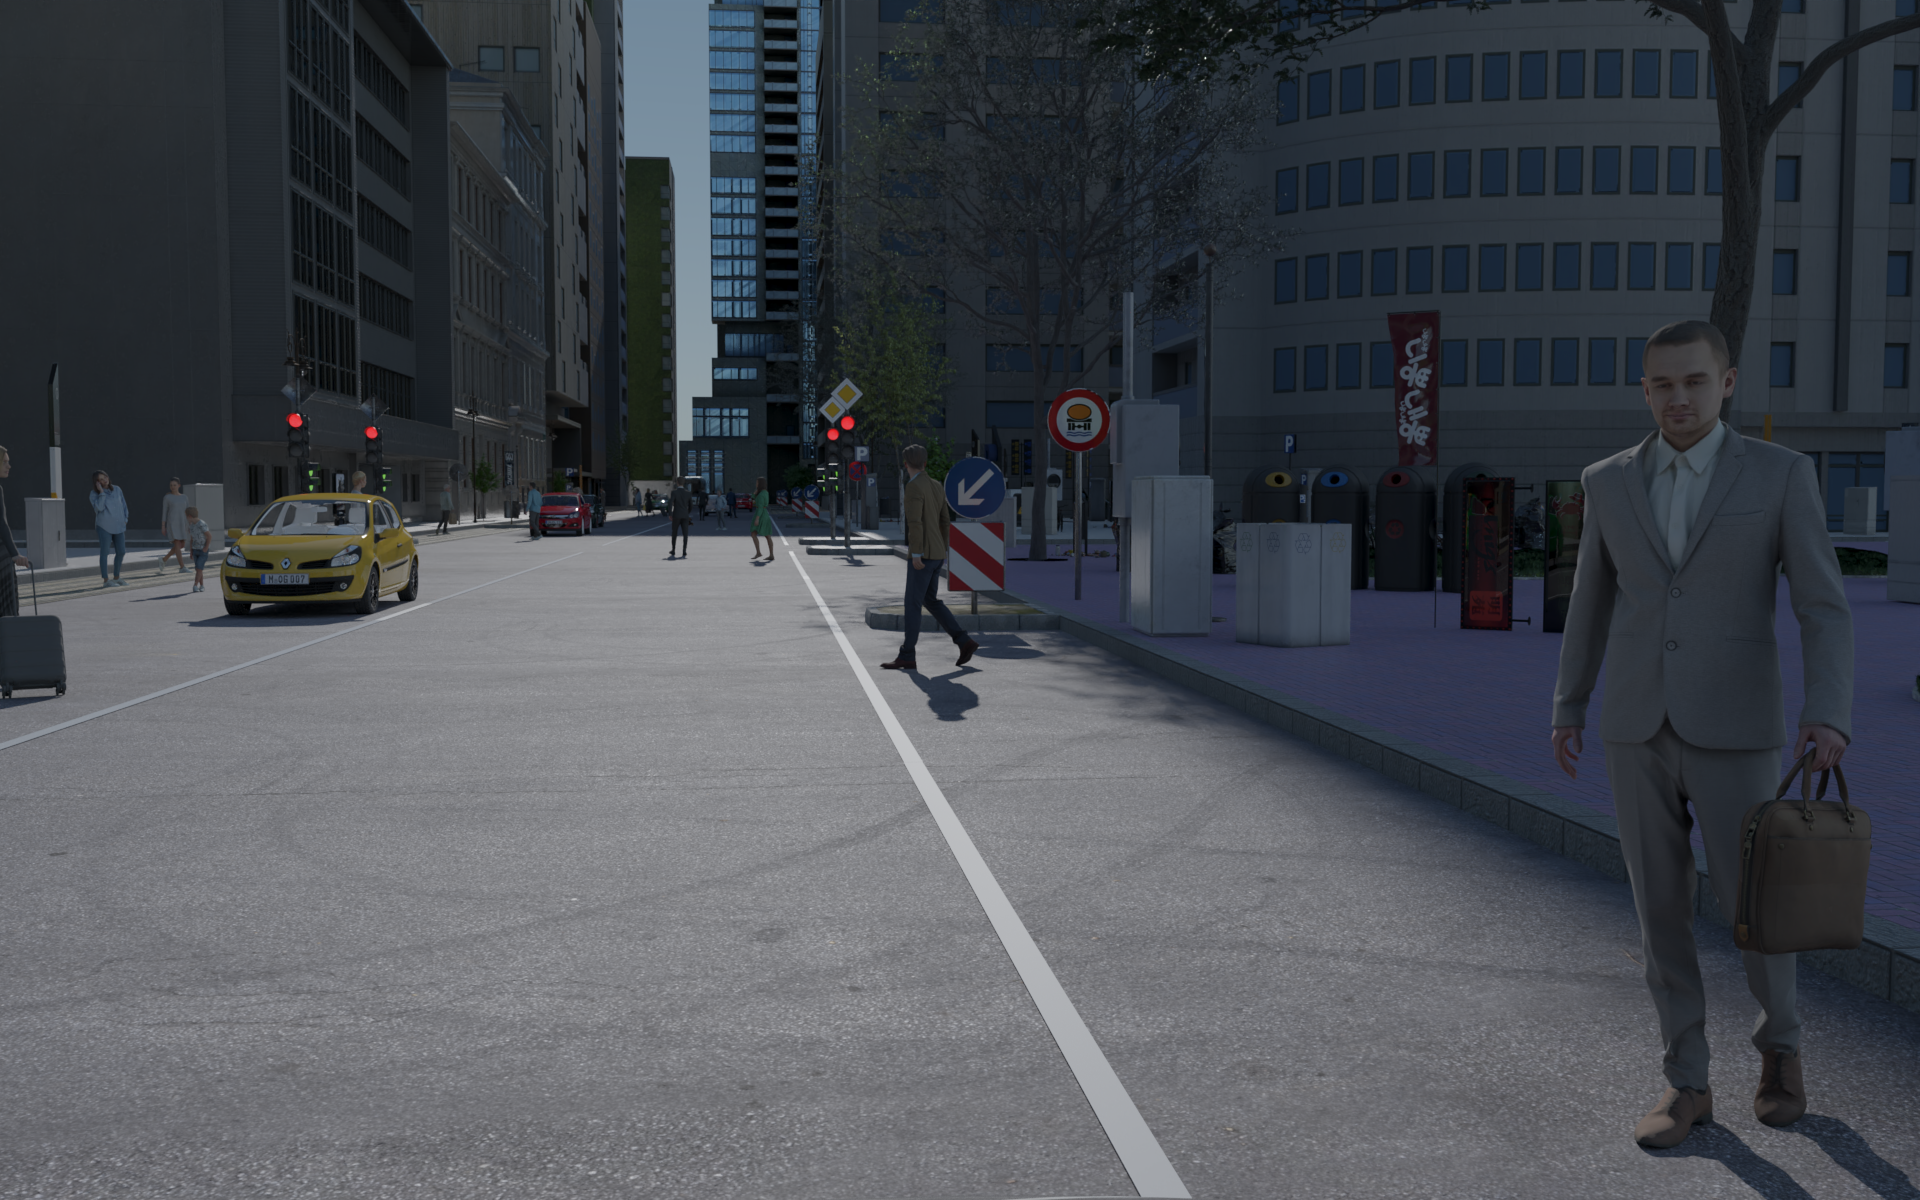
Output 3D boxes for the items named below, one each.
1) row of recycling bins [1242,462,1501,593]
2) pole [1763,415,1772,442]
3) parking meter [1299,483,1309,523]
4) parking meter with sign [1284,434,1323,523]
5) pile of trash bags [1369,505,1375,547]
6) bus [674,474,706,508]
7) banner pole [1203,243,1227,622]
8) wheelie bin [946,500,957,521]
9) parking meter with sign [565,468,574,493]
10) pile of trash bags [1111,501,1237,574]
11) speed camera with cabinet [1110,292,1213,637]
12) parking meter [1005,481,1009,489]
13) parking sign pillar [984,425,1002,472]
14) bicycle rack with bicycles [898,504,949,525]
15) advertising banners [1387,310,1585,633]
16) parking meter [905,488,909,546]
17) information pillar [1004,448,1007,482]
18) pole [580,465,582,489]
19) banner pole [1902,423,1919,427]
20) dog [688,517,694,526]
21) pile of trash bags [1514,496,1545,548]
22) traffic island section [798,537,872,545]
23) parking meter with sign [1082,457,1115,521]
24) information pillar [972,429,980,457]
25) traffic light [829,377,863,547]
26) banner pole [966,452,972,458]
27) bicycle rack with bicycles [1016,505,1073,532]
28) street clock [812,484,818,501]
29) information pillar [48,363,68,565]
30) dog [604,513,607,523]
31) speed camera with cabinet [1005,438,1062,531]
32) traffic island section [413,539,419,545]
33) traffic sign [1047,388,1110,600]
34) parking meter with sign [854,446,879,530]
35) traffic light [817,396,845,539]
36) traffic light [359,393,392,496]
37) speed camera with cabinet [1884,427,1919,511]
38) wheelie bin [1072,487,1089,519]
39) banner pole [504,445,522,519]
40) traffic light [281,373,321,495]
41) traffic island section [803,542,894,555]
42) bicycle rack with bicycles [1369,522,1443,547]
[{"bbox_3d":[5.499,-0.988,23.262,3.534,1.692,1.069,2,4,25],"label":"row of recycling bins"},{"bbox_3d":[20.738,-3.102,44.562,0.158,3.312,0.155,0,3,0],"label":"pole"},{"bbox_3d":[6.785,-1.608,34.697,0.372,1.533,0.369,0,3,0],"label":"parking meter"},{"bbox_3d":[10.430,-3.346,50.973,1.738,3.016,0.543,-1,4,-20],"label":"parking meter with sign"},{"bbox_3d":[8.944,-1.778,38.823,1.912,1.369,3.447,-1,4,-11],"label":"pile of trash bags"},{"bbox_3d":[-28.017,-11.361,180.615,2.948,3.499,13.247,0,4,-6],"label":"bus"},{"bbox_3d":[2.513,-1.689,17.628,0.401,3.779,0.863,0,4,4],"label":"banner pole"},{"bbox_3d":[-0.497,-4.463,80.876,0.693,1.594,0.980,-2,4,-24],"label":"wheelie bin"},{"bbox_3d":[-25.859,-7.232,114.497,0.543,3.016,1.738,0,4,-8],"label":"parking meter with sign"},{"bbox_3d":[3.442,-1.175,28.958,1.912,1.369,3.447,-1,4,-13],"label":"pile of trash bags"},{"bbox_3d":[1.900,-1.351,16.427,0.660,3.252,2.038,0,4,-5],"label":"speed camera with cabinet"},{"bbox_3d":[2.039,-4.482,78.992,0.399,1.863,0.255,1,4,16],"label":"parking meter"},{"bbox_3d":[1.294,-4.801,66.976,1.447,3.967,1.447,-1,4,-10],"label":"parking sign pillar"},{"bbox_3d":[-1.446,-3.682,73.582,2.852,0.926,2.925,1,4,9],"label":"bicycle rack with bicycles"},{"bbox_3d":[4.993,-1.227,16.250,2.074,3.025,0.090,2,4,33],"label":"advertising banners"},{"bbox_3d":[-1.191,-2.117,43.023,0.372,1.533,0.369,0,3,0],"label":"parking meter"},{"bbox_3d":[2.340,-5.967,88.908,0.183,3.616,0.504,1,4,14],"label":"information pillar"},{"bbox_3d":[-26.641,-7.823,121.747,0.158,3.312,0.155,0,3,0],"label":"pole"},{"bbox_3d":[29.406,-3.874,53.359,0.863,3.779,0.401,3,5,41],"label":"banner pole"},{"bbox_3d":[-12.341,-3.581,78.742,0.550,0.427,0.748,1,4,20],"label":"dog"},{"bbox_3d":[13.756,-1.928,41.271,3.447,1.369,1.912,2,4,27],"label":"pile of trash bags"},{"bbox_3d":[-3.633,-1.689,49.888,2.009,0.180,2.903,0,4,-7],"label":"traffic island section"},{"bbox_3d":[6.453,-5.194,81.187,1.738,3.016,0.543,-1,4,-10],"label":"parking meter with sign"},{"bbox_3d":[0.553,-4.317,61.930,0.183,3.616,0.504,-2,4,-28],"label":"information pillar"},{"bbox_3d":[-2.745,-3.237,41.838,0.839,4.253,0.868,0,4,-7],"label":"traffic light"},{"bbox_3d":[0.556,-6.124,90.148,0.401,3.779,0.863,3,5,39],"label":"banner pole"},{"bbox_3d":[2.744,-2.752,58.370,2.852,0.926,2.925,-1,4,-12],"label":"bicycle rack with bicycles"},{"bbox_3d":[-10.015,-7.024,119.418,0.358,2.002,0.471,-2,4,-32],"label":"street clock"},{"bbox_3d":[-16.078,-2.412,30.798,0.183,3.616,0.504,-1,4,-16],"label":"information pillar"},{"bbox_3d":[-17.492,-4.010,84.856,0.540,0.507,0.406,0,4,4],"label":"dog"},{"bbox_3d":[2.584,-4.093,61.256,2.038,3.252,0.660,-1,4,-21],"label":"speed camera with cabinet"},{"bbox_3d":[-16.339,-1.598,48.409,2.009,0.180,2.903,0,4,-7],"label":"traffic island section"},{"bbox_3d":[1.432,-1.273,20.921,0.768,2.556,0.104,0,4,-2],"label":"traffic sign"},{"bbox_3d":[-3.323,-4.057,62.591,0.543,3.016,1.738,-1,4,-19],"label":"parking meter with sign"},{"bbox_3d":[-3.674,-3.722,49.769,0.839,4.253,0.868,0,4,-7],"label":"traffic light"},{"bbox_3d":[-16.298,-3.630,48.279,0.839,4.253,0.868,0,4,-7],"label":"traffic light"},{"bbox_3d":[13.586,-1.845,24.509,0.660,3.252,2.038,3,4,39],"label":"speed camera with cabinet"},{"bbox_3d":[5.765,-4.579,82.769,0.693,1.594,0.980,-1,4,-19],"label":"wheelie bin"},{"bbox_3d":[-22.880,-6.032,88.633,0.863,3.779,0.401,-1,4,-21],"label":"banner pole"},{"bbox_3d":[-15.368,-3.145,40.348,0.839,4.253,0.868,0,4,-7],"label":"traffic light"},{"bbox_3d":[-2.704,-1.203,41.957,2.009,0.180,2.903,0,4,-7],"label":"traffic island section"},{"bbox_3d":[8.527,-1.119,31.675,2.925,0.926,2.852,0,4,-1],"label":"bicycle rack with bicycles"}]
